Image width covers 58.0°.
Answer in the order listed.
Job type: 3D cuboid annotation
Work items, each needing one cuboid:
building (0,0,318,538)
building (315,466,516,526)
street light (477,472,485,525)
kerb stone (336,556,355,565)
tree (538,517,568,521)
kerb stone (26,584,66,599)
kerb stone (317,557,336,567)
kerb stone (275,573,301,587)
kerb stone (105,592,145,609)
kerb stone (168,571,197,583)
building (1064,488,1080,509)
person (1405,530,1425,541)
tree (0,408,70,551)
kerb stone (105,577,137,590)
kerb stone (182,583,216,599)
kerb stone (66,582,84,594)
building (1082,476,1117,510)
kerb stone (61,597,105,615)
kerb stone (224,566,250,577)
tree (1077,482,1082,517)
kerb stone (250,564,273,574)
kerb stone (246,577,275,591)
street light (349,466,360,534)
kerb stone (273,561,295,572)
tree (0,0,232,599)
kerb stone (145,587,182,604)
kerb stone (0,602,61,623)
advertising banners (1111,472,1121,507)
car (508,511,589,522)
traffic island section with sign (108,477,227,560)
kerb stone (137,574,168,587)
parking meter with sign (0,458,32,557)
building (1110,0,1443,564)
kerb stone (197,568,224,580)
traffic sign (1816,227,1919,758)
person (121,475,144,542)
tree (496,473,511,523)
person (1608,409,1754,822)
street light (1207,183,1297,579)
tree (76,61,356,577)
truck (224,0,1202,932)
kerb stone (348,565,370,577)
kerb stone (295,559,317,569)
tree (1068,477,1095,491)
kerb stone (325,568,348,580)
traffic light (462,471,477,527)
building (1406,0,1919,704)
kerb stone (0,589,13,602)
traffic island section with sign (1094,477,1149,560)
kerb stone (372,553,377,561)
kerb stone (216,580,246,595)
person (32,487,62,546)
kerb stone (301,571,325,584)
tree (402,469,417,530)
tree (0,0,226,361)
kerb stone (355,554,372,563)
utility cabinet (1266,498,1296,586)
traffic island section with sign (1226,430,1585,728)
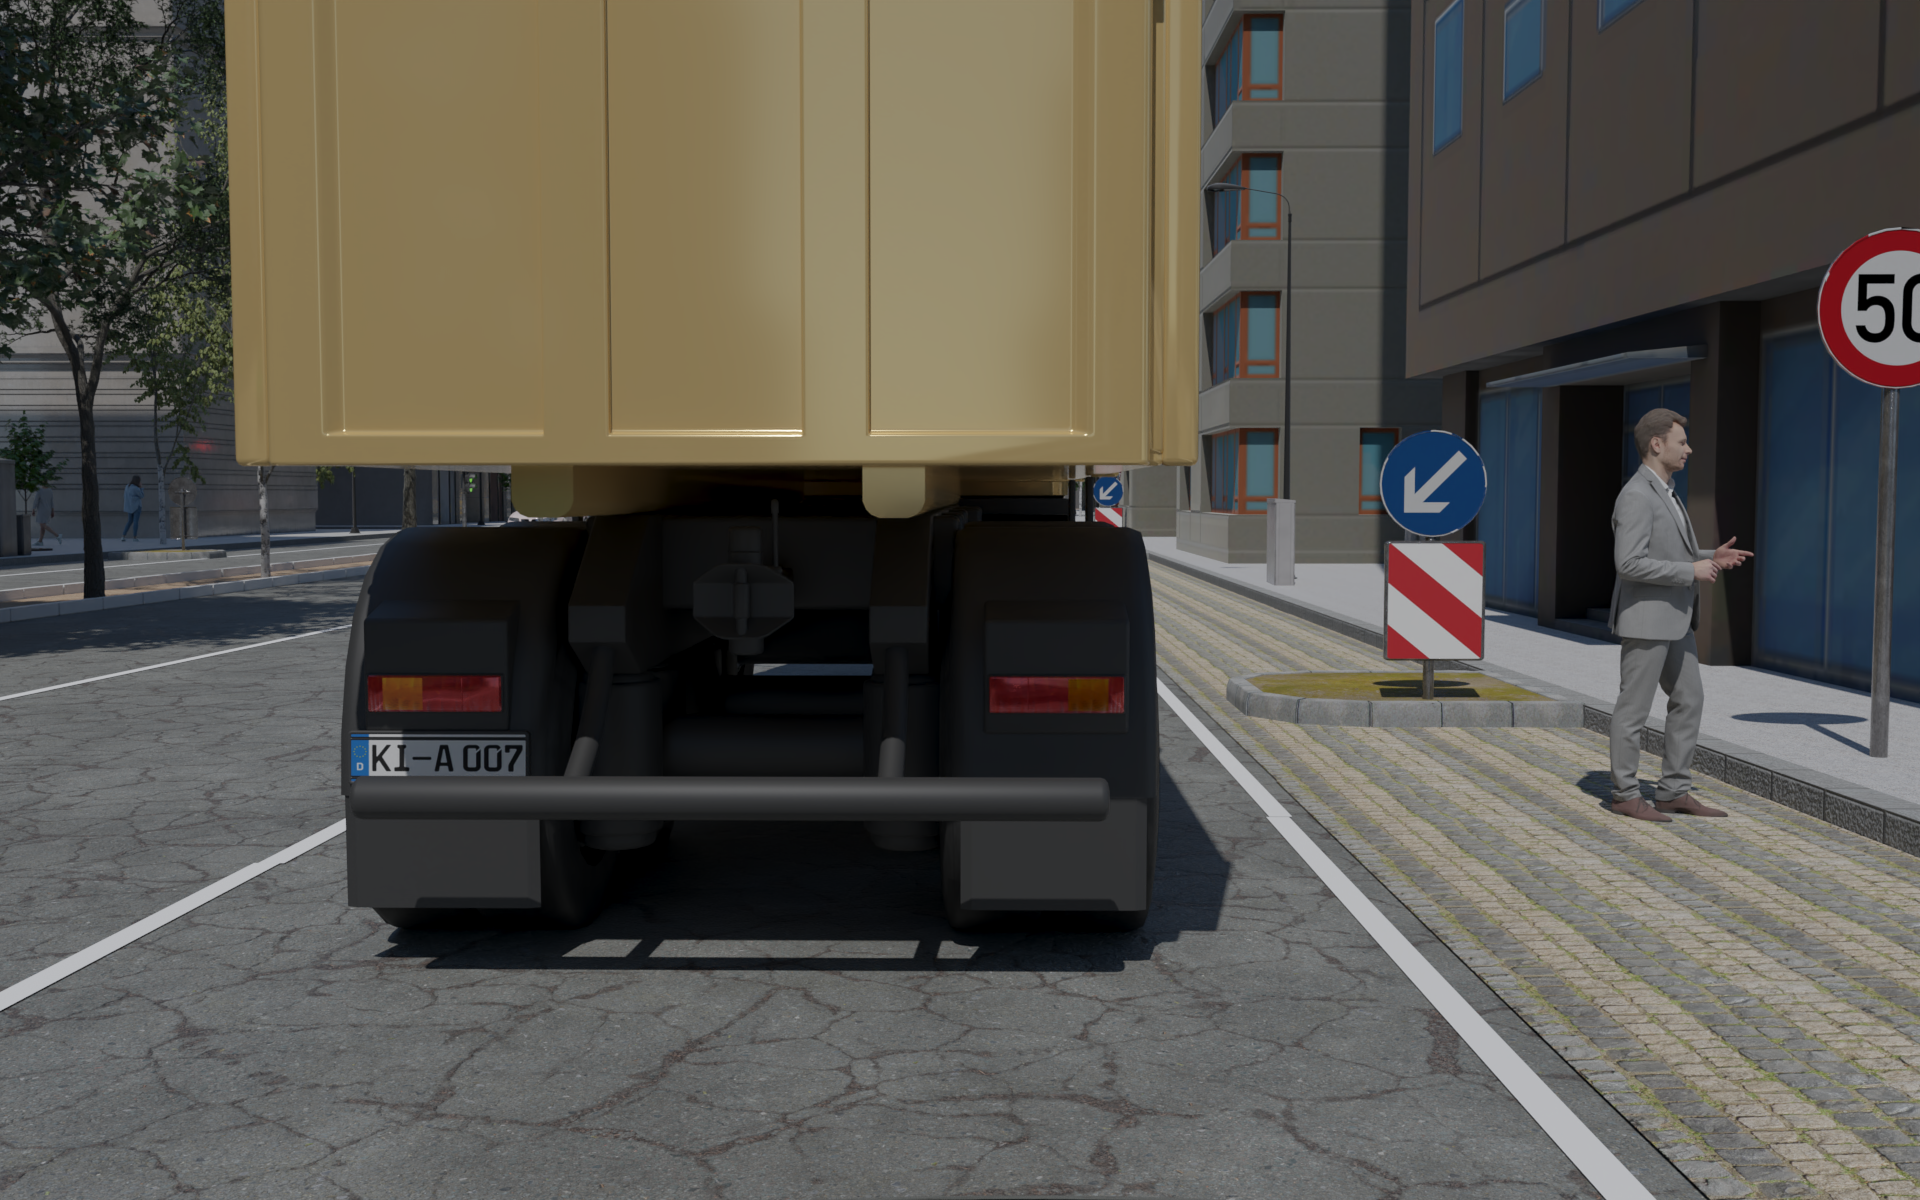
[{"bbox_3d":[-32.096,-13.350,54.434,21.152,22.565,11.583,0,4,1],"label":"building"},{"bbox_3d":[-30.866,-17.262,86.756,19.350,26.468,34.151,0,4,1],"label":"building"},{"bbox_3d":[-19.101,-6.014,70.870,1.470,5.913,1.316,0,4,1],"label":"street light"},{"bbox_3d":[-12.615,-0.796,35.260,0.120,0.150,1.000,0,4,1],"label":"kerb stone"},{"bbox_3d":[-11.410,-5.934,49.833,4.737,8.622,4.395,0,3,0],"label":"tree"},{"bbox_3d":[-12.750,-0.110,23.995,0.120,0.150,1.000,0,4,1],"label":"kerb stone"},{"bbox_3d":[-12.632,-0.732,34.236,0.120,0.150,1.000,0,4,1],"label":"kerb stone"},{"bbox_3d":[-10.608,-0.298,27.100,0.120,0.150,1.000,0,4,1],"label":"kerb stone"},{"bbox_3d":[-10.665,0.018,21.959,0.120,0.150,1.000,0,4,1],"label":"kerb stone"},{"bbox_3d":[-12.693,-0.360,28.082,0.120,0.150,1.000,0,4,1],"label":"kerb stone"},{"bbox_3d":[14.338,-28.824,154.874,14.154,41.232,14.086,0,4,1],"label":"building"},{"bbox_3d":[7.637,-1.367,28.939,0.519,1.759,0.362,1,4,18],"label":"person"},{"bbox_3d":[-21.018,-2.728,39.198,1.663,3.219,1.824,0,3,0],"label":"tree"},{"bbox_3d":[-12.715,-0.227,26.039,0.120,0.150,1.000,0,4,1],"label":"kerb stone"},{"bbox_3d":[-10.640,-0.111,24.013,0.120,0.150,1.000,0,4,1],"label":"kerb stone"},{"bbox_3d":[-12.731,-0.173,25.017,0.120,0.150,1.000,0,4,1],"label":"kerb stone"},{"bbox_3d":[19.239,-31.955,177.081,22.147,44.769,28.867,0,4,1],"label":"building"},{"bbox_3d":[-10.673,0.078,20.931,0.120,0.150,1.000,0,4,1],"label":"kerb stone"},{"bbox_3d":[-12.661,-0.485,30.133,0.120,0.150,1.000,0,4,1],"label":"kerb stone"},{"bbox_3d":[6.709,-9.035,98.079,4.360,8.622,3.978,0,3,0],"label":"tree"},{"bbox_3d":[-12.666,-0.542,31.161,0.120,0.150,1.000,0,4,1],"label":"kerb stone"},{"bbox_3d":[-10.614,-0.237,26.065,0.120,0.150,1.000,0,4,1],"label":"kerb stone"},{"bbox_3d":[-19.137,-5.113,56.141,1.470,5.913,1.316,0,4,1],"label":"street light"},{"bbox_3d":[-12.656,-0.608,32.187,0.120,0.150,1.000,0,4,1],"label":"kerb stone"},{"bbox_3d":[-11.350,-5.256,22.803,8.767,10.594,7.601,0,4,1],"label":"tree"},{"bbox_3d":[-10.652,-0.048,22.981,0.120,0.150,1.000,0,4,1],"label":"kerb stone"},{"bbox_3d":[-10.688,0.140,19.906,0.120,0.150,1.000,0,4,1],"label":"kerb stone"},{"bbox_3d":[4.821,-3.497,53.357,0.090,3.025,2.074,0,4,-2],"label":"advertising banners"},{"bbox_3d":[-14.083,-2.881,59.468,2.083,1.381,4.827,0,4,2],"label":"car"},{"bbox_3d":[-17.593,-1.839,38.693,1.989,1.847,2.006,0,4,1],"label":"traffic island section with sign"},{"bbox_3d":[-12.704,-0.298,27.060,0.120,0.150,1.000,0,4,1],"label":"kerb stone"},{"bbox_3d":[-19.609,-2.390,35.341,0.543,3.016,1.738,0,4,-2],"label":"parking meter with sign"},{"bbox_3d":[18.923,-12.261,45.512,27.650,21.520,28.899,0,4,1],"label":"building"},{"bbox_3d":[-12.692,-0.421,29.105,0.120,0.150,1.000,0,4,1],"label":"kerb stone"},{"bbox_3d":[4.487,-0.506,8.381,0.768,2.556,0.104,0,4,1],"label":"traffic sign"},{"bbox_3d":[-22.401,-2.480,46.860,0.793,1.790,0.793,0,4,-7],"label":"person"},{"bbox_3d":[-20.169,-5.117,78.265,1.663,3.219,1.824,0,3,0],"label":"tree"},{"bbox_3d":[3.117,0.071,7.546,0.583,1.804,0.606,2,4,32],"label":"person"},{"bbox_3d":[4.388,-3.272,26.038,1.470,5.913,1.316,0,4,1],"label":"street light"},{"bbox_3d":[-11.834,-4.667,29.125,4.737,8.622,4.395,0,3,0],"label":"tree"},{"bbox_3d":[-0.570,-0.818,9.300,3.469,3.379,9.791,0,4,1],"label":"truck"},{"bbox_3d":[-10.572,-0.489,30.188,0.120,0.150,1.000,0,4,1],"label":"kerb stone"},{"bbox_3d":[-12.631,-0.671,33.209,0.120,0.150,1.000,0,4,1],"label":"kerb stone"},{"bbox_3d":[6.858,-7.375,104.289,4.285,4.588,4.351,0,3,0],"label":"tree"},{"bbox_3d":[-10.583,-0.426,29.153,0.120,0.150,1.000,0,4,1],"label":"kerb stone"},{"bbox_3d":[-17.623,-4.443,61.562,0.839,4.253,0.868,0,4,1],"label":"traffic light"},{"bbox_3d":[12.310,-22.192,12.952,14.600,45.320,14.200,0,4,1],"label":"building"},{"bbox_3d":[-12.754,-0.045,22.973,0.120,0.150,1.000,0,4,1],"label":"kerb stone"},{"bbox_3d":[3.127,-1.824,38.457,1.989,1.847,2.006,0,4,1],"label":"traffic island section with sign"},{"bbox_3d":[-12.604,-0.925,37.315,0.120,0.150,1.000,0,4,1],"label":"kerb stone"},{"bbox_3d":[-10.629,-0.174,25.043,0.120,0.150,1.000,0,4,1],"label":"kerb stone"},{"bbox_3d":[-22.701,-2.217,43.042,0.760,1.731,0.466,0,4,-8],"label":"person"},{"bbox_3d":[-10.598,-0.363,28.130,0.120,0.150,1.000,0,4,1],"label":"kerb stone"},{"bbox_3d":[-11.640,-6.620,36.450,9.928,11.665,9.643,0,3,0],"label":"tree"},{"bbox_3d":[-11.722,-5.785,14.052,9.611,12.733,9.660,0,3,0],"label":"tree"},{"bbox_3d":[-12.605,-0.856,36.285,0.120,0.150,1.000,0,4,1],"label":"kerb stone"},{"bbox_3d":[4.585,-0.830,24.727,0.306,1.237,1.020,0,4,4],"label":"utility cabinet"},{"bbox_3d":[2.833,-0.176,11.503,1.989,1.847,2.006,0,4,1],"label":"traffic island section with sign"}]
